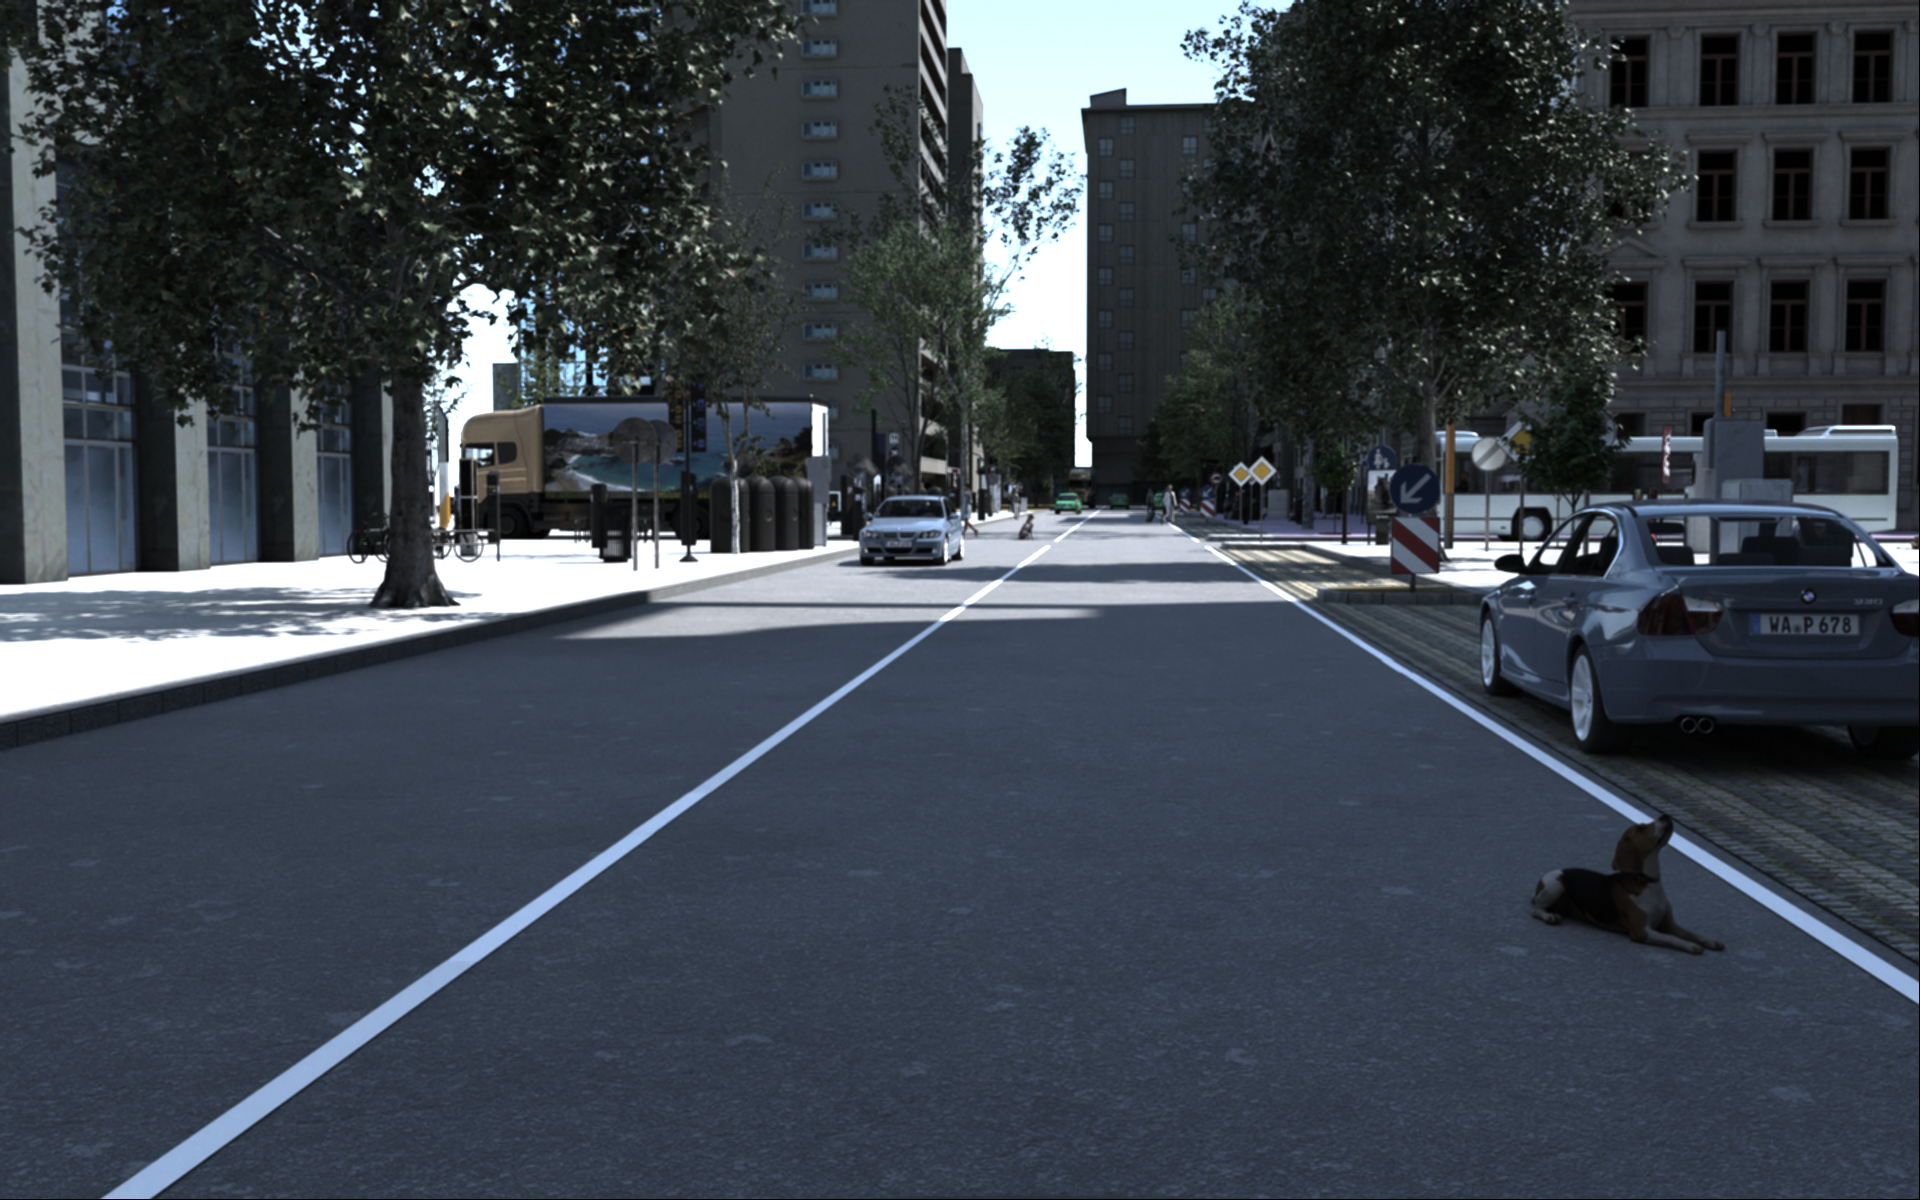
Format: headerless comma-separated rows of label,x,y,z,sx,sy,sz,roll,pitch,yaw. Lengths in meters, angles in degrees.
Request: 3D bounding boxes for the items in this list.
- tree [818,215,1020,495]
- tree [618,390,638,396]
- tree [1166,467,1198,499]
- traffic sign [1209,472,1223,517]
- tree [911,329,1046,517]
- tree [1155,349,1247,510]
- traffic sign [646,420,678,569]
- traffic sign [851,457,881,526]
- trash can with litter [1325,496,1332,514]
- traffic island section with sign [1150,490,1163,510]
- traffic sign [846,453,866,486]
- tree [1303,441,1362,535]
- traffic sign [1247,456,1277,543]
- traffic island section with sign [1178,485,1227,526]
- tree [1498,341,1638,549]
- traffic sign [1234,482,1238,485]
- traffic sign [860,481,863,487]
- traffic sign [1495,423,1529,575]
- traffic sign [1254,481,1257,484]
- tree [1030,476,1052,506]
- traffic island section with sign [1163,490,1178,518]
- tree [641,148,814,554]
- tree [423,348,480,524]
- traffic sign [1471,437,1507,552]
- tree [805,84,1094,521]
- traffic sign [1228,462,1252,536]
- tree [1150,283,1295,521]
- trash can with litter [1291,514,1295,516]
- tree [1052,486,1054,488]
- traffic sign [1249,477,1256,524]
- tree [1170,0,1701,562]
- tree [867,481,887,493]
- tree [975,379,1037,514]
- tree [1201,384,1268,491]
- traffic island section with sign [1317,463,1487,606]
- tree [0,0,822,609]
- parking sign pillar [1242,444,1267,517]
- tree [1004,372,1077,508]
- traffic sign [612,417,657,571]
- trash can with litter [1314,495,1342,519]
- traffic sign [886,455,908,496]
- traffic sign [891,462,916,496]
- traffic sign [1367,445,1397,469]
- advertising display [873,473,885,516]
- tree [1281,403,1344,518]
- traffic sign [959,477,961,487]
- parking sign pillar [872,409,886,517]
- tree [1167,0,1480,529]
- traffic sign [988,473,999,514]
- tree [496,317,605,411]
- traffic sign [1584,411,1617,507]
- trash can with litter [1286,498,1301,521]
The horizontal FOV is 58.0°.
tree,-1.623,-8.529,65.206,9.928,11.665,9.643,0,3,0
tree,-22.062,-9.920,112.560,4.737,8.622,4.395,0,3,0
tree,21.813,-11.303,168.517,4.285,4.588,4.351,0,3,0
traffic sign,14.596,-6.030,98.690,0.768,2.556,0.104,0,4,7
tree,1.404,-9.978,97.546,7.601,10.594,8.767,2,4,26
tree,18.946,-13.313,135.797,7.486,12.596,7.792,0,3,0
traffic sign,-5.198,-1.806,29.636,0.768,2.556,0.104,1,4,10
traffic sign,-2.513,-2.608,46.286,0.795,2.450,0.064,0,4,5
trash can with litter,23.248,-5.978,109.129,0.624,1.170,1.055,1,4,17
traffic island section with sign,18.173,-8.930,154.629,1.989,1.847,2.006,0,4,5
traffic sign,-3.201,-3.316,54.318,0.768,2.556,0.104,1,4,13
tree,11.957,-3.678,54.729,1.663,3.219,1.824,0,3,0
traffic sign,7.884,-2.547,45.294,0.795,2.450,0.064,0,4,5
traffic island section with sign,10.957,-4.231,77.810,1.989,1.847,2.006,0,4,5
tree,7.899,-1.675,21.982,1.663,3.219,1.824,0,3,0
traffic sign,16.179,-6.082,99.452,0.884,2.594,0.081,1,4,12
traffic sign,-3.411,-3.658,59.907,0.768,2.556,0.104,1,4,14
traffic sign,8.273,-1.487,25.504,0.795,2.450,0.064,0,4,6
traffic sign,13.214,-4.729,78.498,0.795,2.450,0.064,1,4,12
tree,7.740,-10.718,169.846,1.663,3.219,1.824,0,3,0
traffic island section with sign,13.517,-5.901,105.105,1.989,1.847,2.006,0,4,5
tree,-4.918,-5.269,36.504,4.360,8.622,3.978,0,3,0
tree,-22.724,-7.556,73.904,4.360,8.622,3.978,0,3,0
traffic sign,11.768,-2.355,38.603,0.768,2.556,0.104,1,4,10
tree,-1.221,-13.845,82.252,12.611,20.169,13.585,0,3,0
traffic sign,8.629,-3.034,53.244,0.795,2.450,0.064,0,4,5
tree,14.002,-9.677,83.977,9.928,11.665,9.643,0,3,0
trash can with litter,19.271,-5.348,98.499,1.678,1.210,2.233,-1,4,-18
tree,9.523,-12.134,192.985,1.663,3.219,1.824,0,3,0
traffic sign,12.639,-4.518,75.056,0.795,2.450,0.064,1,4,14
tree,8.861,-7.083,32.811,9.611,12.733,9.660,0,3,0
tree,-5.760,-7.523,117.597,1.663,3.219,1.824,0,3,0
tree,2.530,-9.739,109.600,4.737,8.622,4.395,0,3,0
tree,17.160,-9.759,109.918,4.737,8.622,4.395,0,3,0
traffic island section with sign,5.833,-0.887,23.131,1.989,1.847,2.006,0,4,5
tree,-6.392,-6.277,19.639,9.611,12.733,9.660,0,3,0
parking sign pillar,16.422,-6.619,96.694,1.447,3.967,1.447,-1,4,-16
tree,7.404,-14.851,160.935,7.486,12.596,7.792,0,3,0
traffic sign,-5.391,-1.748,28.694,0.768,2.556,0.104,0,4,6
trash can with litter,18.647,-4.758,88.855,2.233,1.210,1.678,1,4,19
traffic sign,-2.086,-3.462,56.712,0.768,2.556,0.104,1,4,13
traffic sign,-1.767,-3.094,54.236,0.795,2.450,0.064,0,4,5
traffic sign,11.012,-2.764,45.293,0.768,2.556,0.104,1,4,8
advertising display,-2.518,-2.968,53.742,0.123,1.923,0.974,-1,4,-17
tree,19.510,-8.768,93.719,4.737,8.622,4.395,0,3,0
traffic sign,0.244,-6.333,105.672,0.606,2.300,0.079,0,4,6
parking sign pillar,-2.615,-4.106,55.600,1.447,3.967,1.447,0,4,-2
tree,13.756,-12.698,63.495,12.611,20.169,13.585,0,3,0
traffic sign,1.942,-6.338,103.738,0.768,2.556,0.104,1,4,13
tree,-16.249,-7.213,68.293,4.737,8.622,4.395,0,3,0
traffic sign,9.093,-1.530,25.118,0.768,2.556,0.104,1,4,10
trash can with litter,16.000,-4.314,81.927,1.055,1.170,0.624,-2,4,-28
